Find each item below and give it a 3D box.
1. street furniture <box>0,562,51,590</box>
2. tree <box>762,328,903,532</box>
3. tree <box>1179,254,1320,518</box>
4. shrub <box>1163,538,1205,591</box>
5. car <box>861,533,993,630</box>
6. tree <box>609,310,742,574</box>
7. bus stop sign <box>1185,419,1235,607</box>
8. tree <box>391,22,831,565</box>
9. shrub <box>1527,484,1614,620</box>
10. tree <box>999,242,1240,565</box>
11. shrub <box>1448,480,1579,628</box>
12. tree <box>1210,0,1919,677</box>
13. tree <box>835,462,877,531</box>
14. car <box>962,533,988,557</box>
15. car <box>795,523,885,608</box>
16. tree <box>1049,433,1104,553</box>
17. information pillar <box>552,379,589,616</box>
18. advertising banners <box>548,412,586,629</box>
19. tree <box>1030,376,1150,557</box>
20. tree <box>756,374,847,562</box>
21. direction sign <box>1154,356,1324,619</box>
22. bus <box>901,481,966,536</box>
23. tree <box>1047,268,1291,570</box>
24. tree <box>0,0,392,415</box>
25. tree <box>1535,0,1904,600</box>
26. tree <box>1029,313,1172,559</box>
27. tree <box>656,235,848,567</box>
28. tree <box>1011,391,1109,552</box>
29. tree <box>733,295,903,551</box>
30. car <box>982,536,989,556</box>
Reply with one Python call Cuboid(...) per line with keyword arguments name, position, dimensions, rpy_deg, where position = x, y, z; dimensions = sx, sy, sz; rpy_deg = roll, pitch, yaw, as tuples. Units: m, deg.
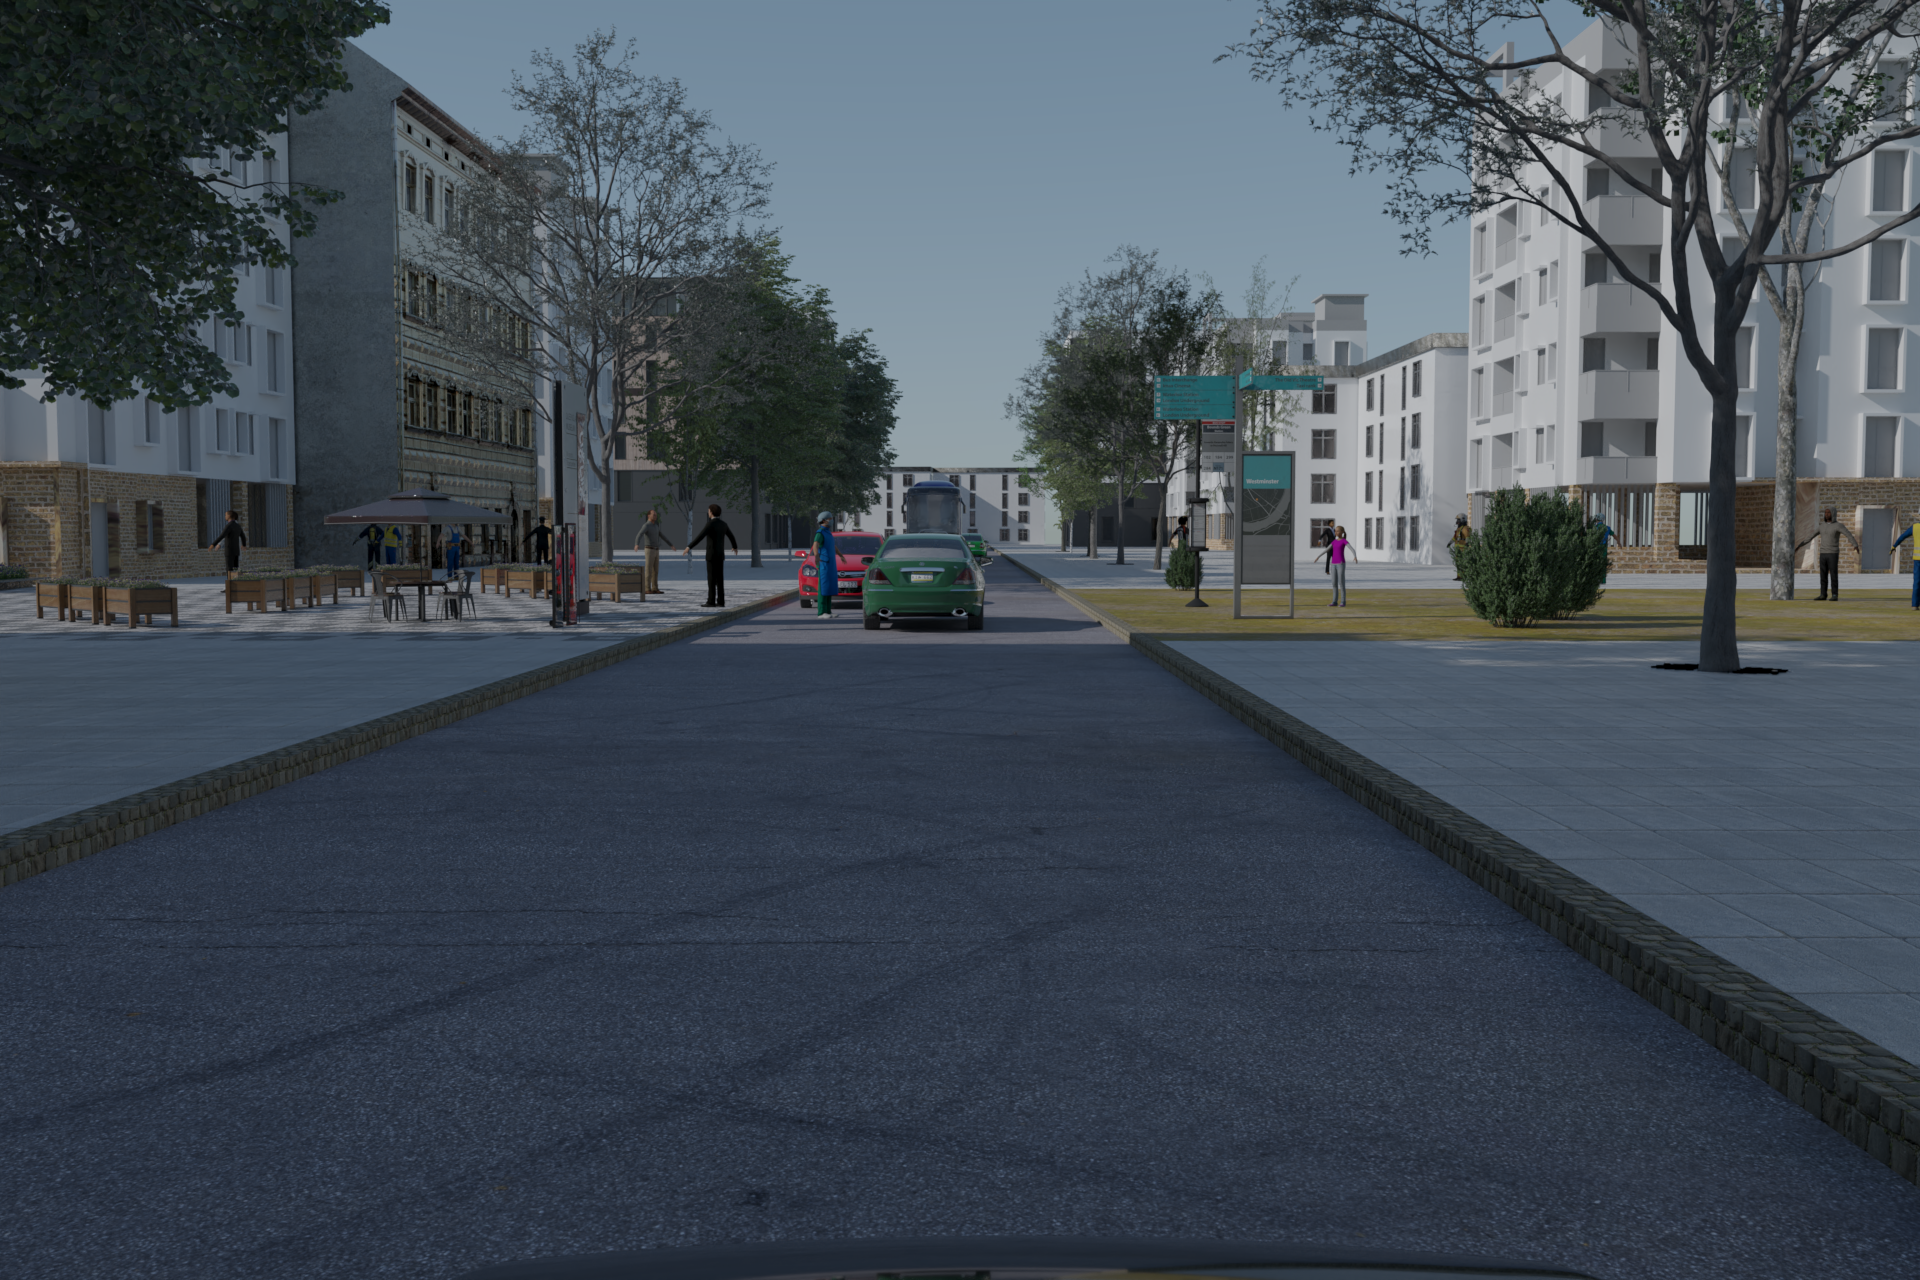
Cuboid(name="street furniture", position=(-24.408, -1.890, 37.759), dimensions=(11.010, 1.723, 9.812), rpy_deg=(-1, 4, -12))
Cuboid(name="tree", position=(-8.277, -12.263, 107.150), dimensions=(9.857, 13.997, 8.962), rpy_deg=(0, 3, 0))
Cuboid(name="tree", position=(7.337, -5.859, 46.165), dimensions=(4.360, 8.622, 3.978), rpy_deg=(0, 3, 0))
Cuboid(name="shrub", position=(5.064, -1.715, 39.159), dimensions=(1.383, 1.207, 1.383), rpy_deg=(0, 3, 0))
Cuboid(name="car", position=(-0.534, -0.948, 27.305), dimensions=(2.131, 1.459, 4.920), rpy_deg=(0, 4, 0))
Cuboid(name="tree", position=(-8.819, -6.431, 55.513), dimensions=(4.737, 8.622, 4.395), rpy_deg=(0, 3, 0))
Cuboid(name="bus stop sign", position=(4.403, -2.554, 30.458), dimensions=(0.855, 3.939, 0.416), rpy_deg=(0, 4, 0))
Cuboid(name="tree", position=(-8.838, -8.092, 42.666), dimensions=(12.009, 13.543, 11.850), rpy_deg=(0, 3, 0))
Cuboid(name="shrub", position=(8.907, -1.319, 25.993), dimensions=(1.690, 2.028, 1.600), rpy_deg=(0, 3, 0))
Cuboid(name="tree", position=(6.869, -9.903, 72.289), dimensions=(12.009, 13.543, 11.850), rpy_deg=(0, 3, 0))
Cuboid(name="shrub", position=(7.621, -1.188, 23.840), dimensions=(1.690, 2.028, 1.600), rpy_deg=(0, 3, 0))
Cuboid(name="tree", position=(6.986, -6.442, 15.692), dimensions=(12.009, 13.543, 11.850), rpy_deg=(0, 3, 0))
Cuboid(name="tree", position=(-8.519, -10.606, 123.762), dimensions=(4.360, 8.622, 3.978), rpy_deg=(0, 3, 0))
Cuboid(name="car", position=(0.516, -5.119, 92.493), dimensions=(1.959, 1.807, 4.718), rpy_deg=(0, 4, 1))
Cuboid(name="car", position=(-2.204, -1.580, 34.879), dimensions=(2.155, 1.783, 4.494), rpy_deg=(0, 4, 0))
Cuboid(name="tree", position=(7.656, -10.214, 117.364), dimensions=(4.737, 8.622, 4.395), rpy_deg=(0, 3, 0))
Cuboid(name="information pillar", position=(-6.098, -2.192, 27.158), dimensions=(0.184, 3.620, 1.656), rpy_deg=(0, 4, 0))
Cuboid(name="advertising banners", position=(-5.492, -1.723, 24.357), dimensions=(0.090, 3.025, 2.074), rpy_deg=(0, 4, 1))
Cuboid(name="tree", position=(7.540, -10.554, 98.313), dimensions=(9.928, 11.665, 9.643), rpy_deg=(0, 3, 0))
Cuboid(name="tree", position=(-8.072, -7.929, 80.008), dimensions=(4.360, 8.622, 3.978), rpy_deg=(0, 3, 0))
Cuboid(name="direction sign", position=(4.177, -2.247, 25.502), dimensions=(2.525, 3.948, 1.411), rpy_deg=(0, 4, 1))
Cuboid(name="bus", position=(-1.191, -5.606, 83.202), dimensions=(2.896, 3.916, 12.251), rpy_deg=(0, 4, 0))
Cuboid(name="tree", position=(7.183, -7.773, 61.503), dimensions=(8.767, 10.594, 7.601), rpy_deg=(-1, 4, -21))
Cuboid(name="tree", position=(-8.967, -6.530, 13.426), dimensions=(9.857, 13.997, 8.962), rpy_deg=(0, 3, 0))
Cuboid(name="tree", position=(14.749, -10.888, 33.906), dimensions=(12.611, 20.169, 13.585), rpy_deg=(0, 3, 0))
Cuboid(name="tree", position=(7.119, -10.436, 88.758), dimensions=(7.486, 12.596, 7.792), rpy_deg=(0, 3, 0))
Cuboid(name="tree", position=(-7.911, -9.041, 65.948), dimensions=(7.486, 12.596, 7.792), rpy_deg=(0, 3, 0))
Cuboid(name="tree", position=(7.545, -12.167, 124.684), dimensions=(9.928, 11.665, 9.643), rpy_deg=(0, 3, 0))
Cuboid(name="tree", position=(-7.691, -11.333, 91.951), dimensions=(9.857, 13.997, 8.962), rpy_deg=(0, 3, 0))
Cuboid(name="car", position=(0.920, -6.180, 113.630), dimensions=(1.945, 1.354, 3.894), rpy_deg=(0, 4, 0))
